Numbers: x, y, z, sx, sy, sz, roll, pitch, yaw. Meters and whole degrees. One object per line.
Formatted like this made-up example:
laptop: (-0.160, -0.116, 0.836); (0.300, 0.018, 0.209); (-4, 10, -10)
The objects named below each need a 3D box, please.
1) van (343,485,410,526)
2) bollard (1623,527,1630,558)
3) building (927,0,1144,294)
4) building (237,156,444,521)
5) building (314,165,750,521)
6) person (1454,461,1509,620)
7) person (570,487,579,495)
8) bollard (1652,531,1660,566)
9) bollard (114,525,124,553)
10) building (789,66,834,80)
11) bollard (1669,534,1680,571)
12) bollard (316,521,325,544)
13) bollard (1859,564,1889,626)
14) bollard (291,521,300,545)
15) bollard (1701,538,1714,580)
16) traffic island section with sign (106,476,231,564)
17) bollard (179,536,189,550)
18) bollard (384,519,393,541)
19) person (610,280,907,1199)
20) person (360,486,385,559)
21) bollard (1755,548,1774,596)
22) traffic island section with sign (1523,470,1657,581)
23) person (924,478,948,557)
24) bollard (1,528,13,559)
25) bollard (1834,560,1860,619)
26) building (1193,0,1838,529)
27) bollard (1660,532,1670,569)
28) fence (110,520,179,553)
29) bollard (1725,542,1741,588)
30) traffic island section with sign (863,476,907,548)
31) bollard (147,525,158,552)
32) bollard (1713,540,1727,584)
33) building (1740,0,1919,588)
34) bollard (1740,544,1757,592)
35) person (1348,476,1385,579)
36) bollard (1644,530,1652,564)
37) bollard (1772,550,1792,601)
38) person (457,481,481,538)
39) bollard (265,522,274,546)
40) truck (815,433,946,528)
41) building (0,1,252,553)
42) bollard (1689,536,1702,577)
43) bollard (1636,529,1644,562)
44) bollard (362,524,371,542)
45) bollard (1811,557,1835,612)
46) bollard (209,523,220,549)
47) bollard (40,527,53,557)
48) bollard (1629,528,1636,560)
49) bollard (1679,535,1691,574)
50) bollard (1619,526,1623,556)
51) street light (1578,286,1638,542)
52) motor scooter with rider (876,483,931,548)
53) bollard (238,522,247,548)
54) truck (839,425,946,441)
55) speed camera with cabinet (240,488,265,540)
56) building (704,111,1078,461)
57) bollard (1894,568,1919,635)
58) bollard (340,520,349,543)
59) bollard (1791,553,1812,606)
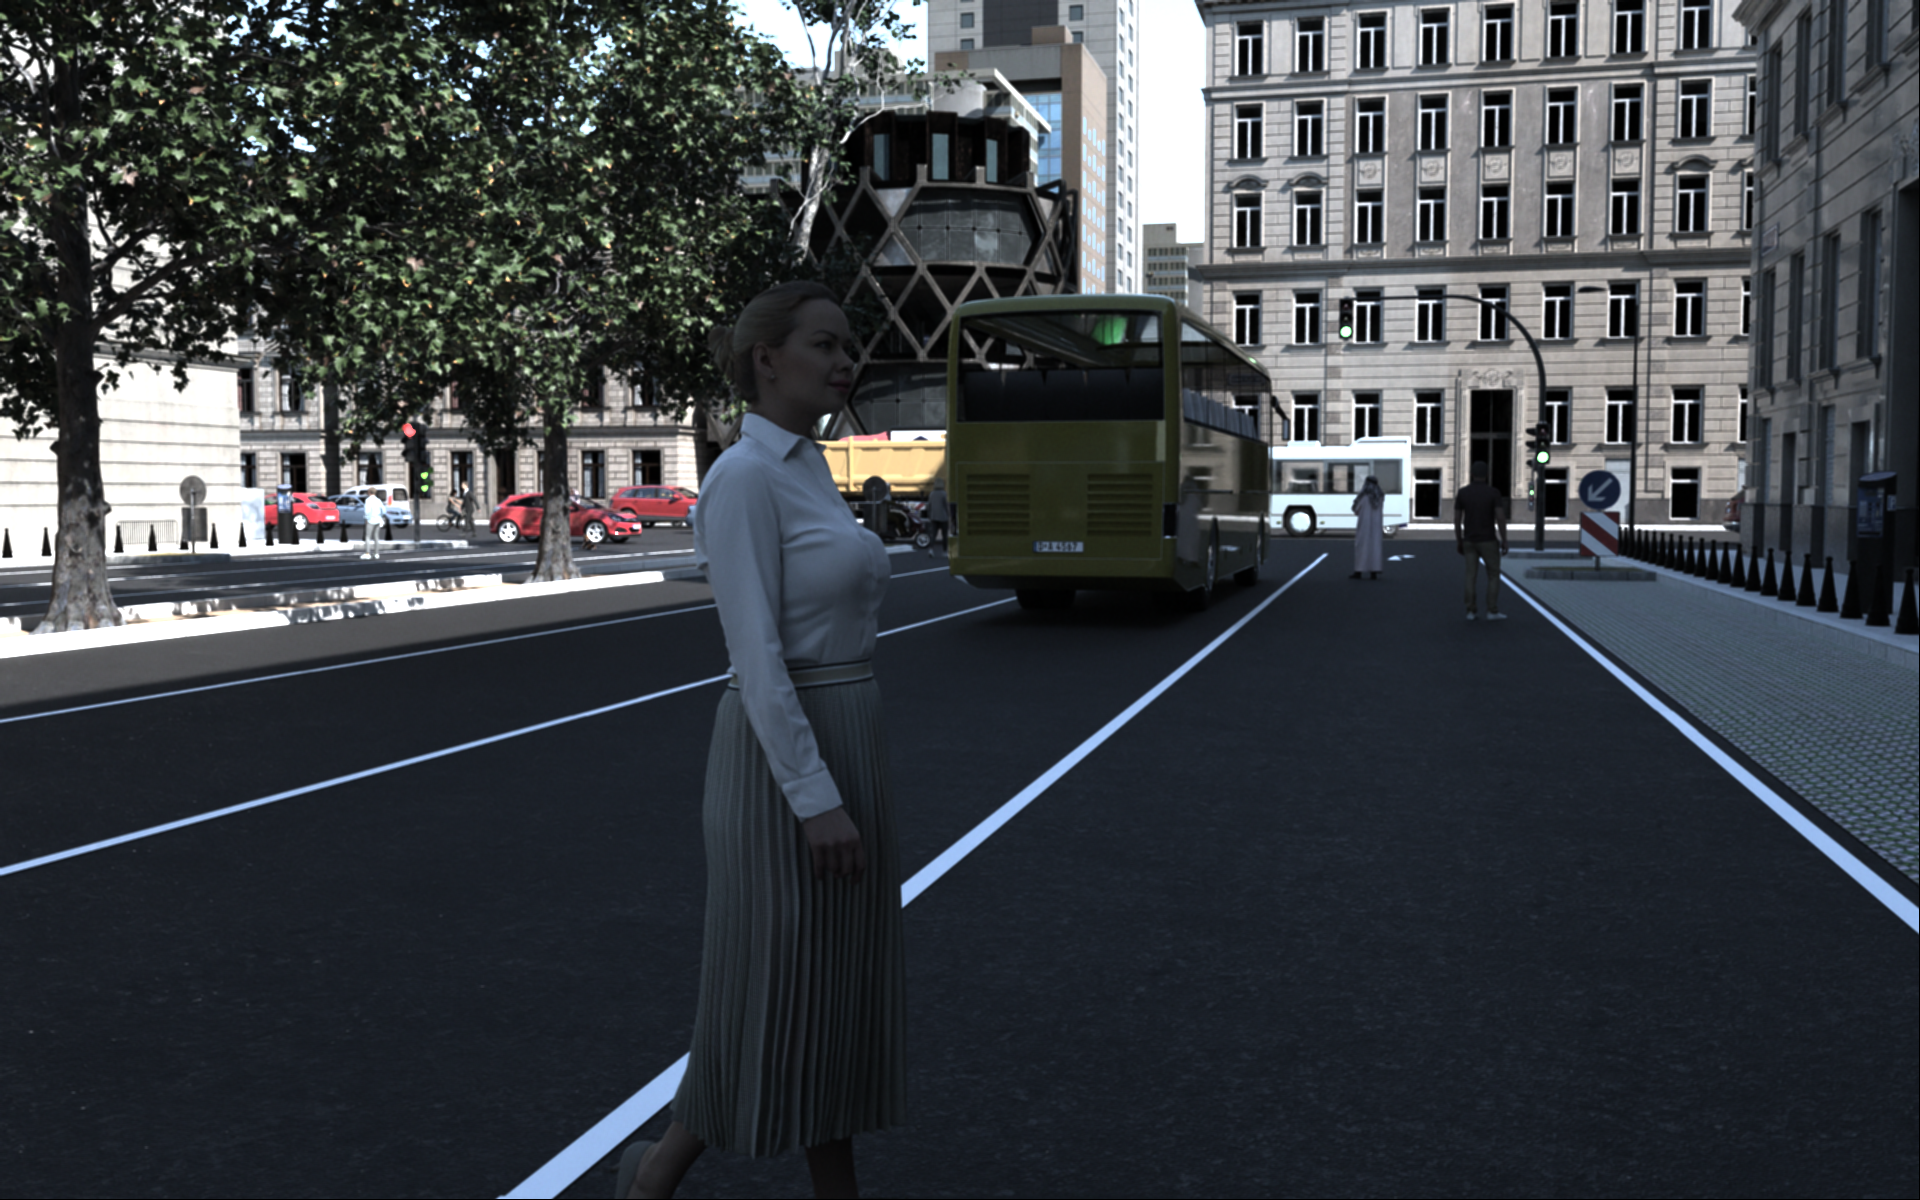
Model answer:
van: (-26.811, -4.325, 77.722); (4.112, 2.044, 2.013); (1, 4, 16)
bollard: (13.538, -1.152, 34.872); (0.229, 0.601, 0.229); (0, 3, 0)
building: (8.915, -46.117, 192.256); (20.611, 71.187, 20.563); (1, 4, 14)
building: (-39.246, -13.916, 92.159); (19.286, 19.102, 10.561); (1, 4, 14)
building: (-20.680, -13.596, 86.923); (19.286, 19.102, 10.561); (1, 4, 14)
person: (5.980, -0.685, 19.828); (0.598, 1.807, 0.434); (3, 5, 44)
person: (-17.071, -4.123, 76.581); (0.551, 1.740, 0.621); (1, 4, 12)
bollard: (12.515, -0.906, 30.860); (0.229, 0.601, 0.229); (0, 3, 0)
bollard: (-18.237, -1.315, 37.539); (0.229, 0.601, 0.229); (0, 3, 0)
building: (-17.665, -35.360, 197.743); (30.456, 49.044, 23.786); (1, 4, 14)
bollard: (12.008, -0.785, 28.870); (0.229, 0.601, 0.229); (0, 3, 0)
bollard: (-16.456, -1.743, 44.537); (0.229, 0.601, 0.229); (0, 3, 0)
bollard: (8.952, -0.051, 16.875); (0.229, 0.601, 0.229); (0, 3, 0)
bollard: (-16.708, -1.682, 43.542); (0.229, 0.601, 0.229); (0, 3, 0)
bollard: (11.241, -0.600, 25.851); (0.229, 0.601, 0.229); (0, 3, 0)
traffic island section with sign: (-16.625, -1.713, 36.632); (1.989, 1.847, 2.006); (1, 4, 14)
bollard: (-17.721, -1.438, 39.554); (0.229, 0.601, 0.229); (0, 3, 0)
bollard: (-15.691, -1.926, 47.535); (0.229, 0.601, 0.229); (0, 3, 0)
person: (-0.353, 0.348, 3.032); (0.641, 1.798, 0.478); (2, 4, 25)
person: (-13.122, -1.736, 38.701); (0.330, 1.601, 0.589); (3, 4, 36)
bollard: (10.223, -0.356, 21.854); (0.229, 0.601, 0.229); (0, 3, 0)
traffic island section with sign: (10.650, -1.270, 29.399); (1.989, 1.847, 2.006); (1, 4, 14)
person: (-0.546, -1.878, 39.393); (0.709, 1.800, 0.728); (2, 4, 29)
bollard: (-19.002, -1.131, 34.532); (0.229, 0.601, 0.229); (0, 3, 0)
bollard: (9.208, -0.112, 17.870); (0.229, 0.601, 0.229); (0, 3, 0)
building: (23.580, -17.121, 77.185); (25.104, 27.353, 12.463); (1, 4, 14)
bollard: (12.262, -0.845, 29.865); (0.229, 0.601, 0.229); (0, 3, 0)
fence: (-18.252, -1.440, 38.924); (0.278, 0.683, 2.069); (1, 4, 13)
bollard: (10.731, -0.478, 23.862); (0.229, 0.601, 0.229); (0, 3, 0)
traffic island section with sign: (-2.315, -2.158, 43.424); (2.006, 1.907, 1.989); (1, 4, 14)
bollard: (-17.979, -1.377, 38.553); (0.229, 0.601, 0.229); (0, 3, 0)
bollard: (10.987, -0.539, 24.856); (0.229, 0.601, 0.229); (0, 3, 0)
building: (18.749, -13.759, 22.219); (12.463, 27.353, 25.104); (1, 4, 14)
bollard: (10.478, -0.417, 22.858); (0.229, 0.601, 0.229); (0, 3, 0)
person: (6.931, -1.233, 29.326); (0.551, 1.740, 0.621); (-2, 4, -28)
bollard: (12.770, -0.968, 31.863); (0.229, 0.601, 0.229); (0, 3, 0)
bollard: (9.970, -0.295, 20.859); (0.229, 0.601, 0.229); (0, 3, 0)
person: (-16.297, -2.992, 57.202); (0.755, 1.850, 0.659); (-3, 5, -40)
bollard: (-16.962, -1.621, 42.546); (0.229, 0.601, 0.229); (0, 3, 0)
truck: (-1.165, -3.391, 51.374); (9.791, 3.379, 3.469); (1, 4, 14)
building: (-41.435, -16.240, 41.937); (44.131, 29.872, 17.030); (1, 4, 14)
bollard: (11.497, -0.661, 26.855); (0.229, 0.601, 0.229); (0, 3, 0)
bollard: (13.022, -1.029, 32.862); (0.229, 0.601, 0.229); (0, 3, 0)
bollard: (-15.950, -1.865, 46.527); (0.229, 0.601, 0.229); (0, 3, 0)
bollard: (9.461, -0.173, 18.866); (0.229, 0.601, 0.229); (0, 3, 0)
bollard: (-17.471, -1.499, 40.557); (0.229, 0.601, 0.229); (0, 3, 0)
bollard: (-18.748, -1.192, 35.531); (0.229, 0.601, 0.229); (0, 3, 0)
bollard: (13.279, -1.090, 33.863); (0.229, 0.601, 0.229); (0, 3, 0)
bollard: (11.752, -0.723, 27.862); (0.229, 0.601, 0.229); (0, 3, 0)
bollard: (13.789, -1.213, 35.868); (0.229, 0.601, 0.229); (0, 3, 0)
street light: (14.516, -4.051, 38.780); (1.470, 5.913, 1.316); (1, 4, 14)
motor scooter with rider: (-1.710, -2.260, 45.914); (1.986, 1.779, 0.876); (1, 4, 14)
bollard: (-17.216, -1.560, 41.551); (0.229, 0.601, 0.229); (0, 3, 0)
truck: (-0.401, -5.068, 71.769); (11.283, 4.237, 2.839); (1, 4, 13)
speed camera with cabinet: (-20.314, -3.270, 47.792); (0.660, 3.252, 2.038); (3, 5, 41)
building: (-2.391, -13.344, 85.622); (16.811, 18.784, 16.820); (1, 4, 14)
bollard: (8.699, 0.010, 15.879); (0.229, 0.601, 0.229); (0, 3, 0)
bollard: (-16.202, -1.804, 45.532); (0.229, 0.601, 0.229); (0, 3, 0)
bollard: (9.712, -0.234, 19.861); (0.229, 0.601, 0.229); (0, 3, 0)
